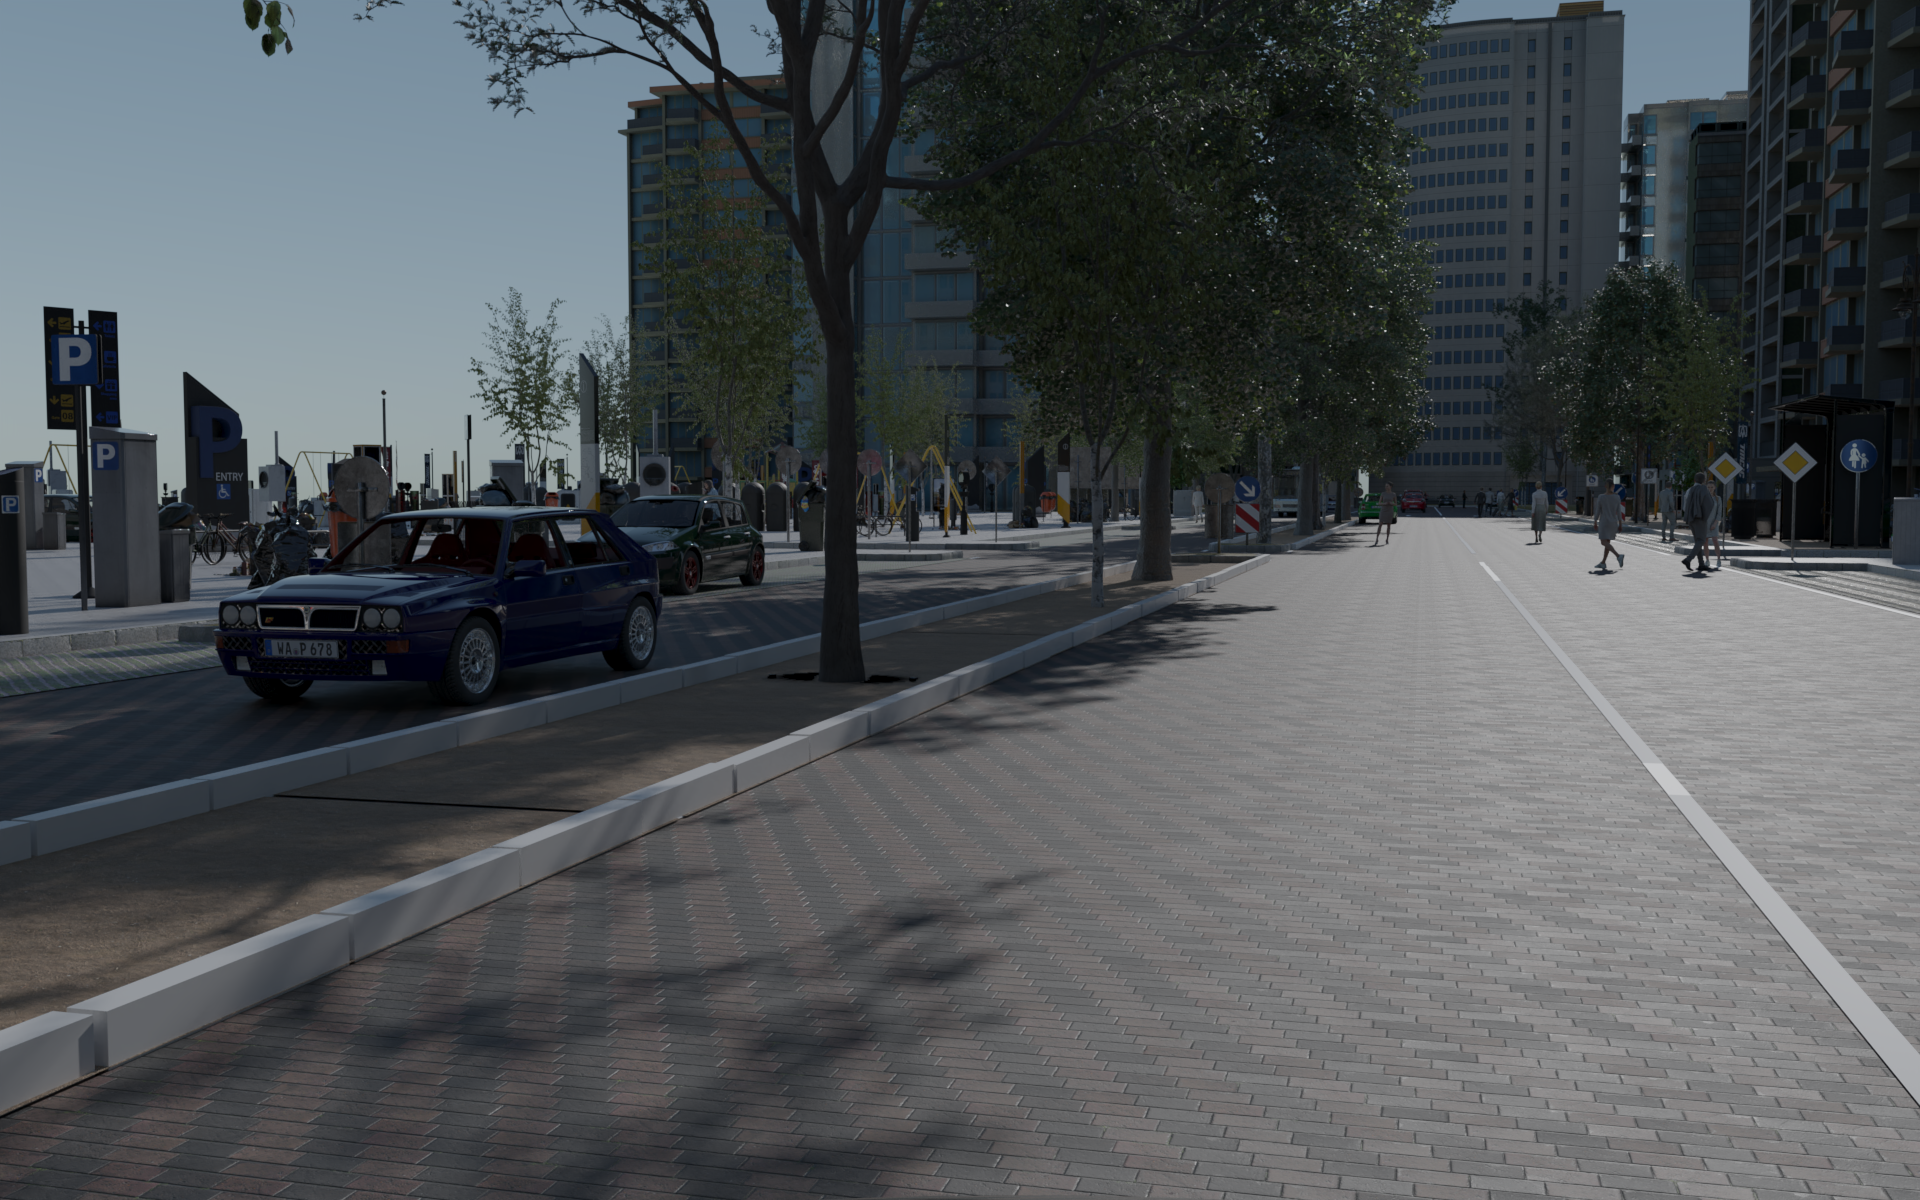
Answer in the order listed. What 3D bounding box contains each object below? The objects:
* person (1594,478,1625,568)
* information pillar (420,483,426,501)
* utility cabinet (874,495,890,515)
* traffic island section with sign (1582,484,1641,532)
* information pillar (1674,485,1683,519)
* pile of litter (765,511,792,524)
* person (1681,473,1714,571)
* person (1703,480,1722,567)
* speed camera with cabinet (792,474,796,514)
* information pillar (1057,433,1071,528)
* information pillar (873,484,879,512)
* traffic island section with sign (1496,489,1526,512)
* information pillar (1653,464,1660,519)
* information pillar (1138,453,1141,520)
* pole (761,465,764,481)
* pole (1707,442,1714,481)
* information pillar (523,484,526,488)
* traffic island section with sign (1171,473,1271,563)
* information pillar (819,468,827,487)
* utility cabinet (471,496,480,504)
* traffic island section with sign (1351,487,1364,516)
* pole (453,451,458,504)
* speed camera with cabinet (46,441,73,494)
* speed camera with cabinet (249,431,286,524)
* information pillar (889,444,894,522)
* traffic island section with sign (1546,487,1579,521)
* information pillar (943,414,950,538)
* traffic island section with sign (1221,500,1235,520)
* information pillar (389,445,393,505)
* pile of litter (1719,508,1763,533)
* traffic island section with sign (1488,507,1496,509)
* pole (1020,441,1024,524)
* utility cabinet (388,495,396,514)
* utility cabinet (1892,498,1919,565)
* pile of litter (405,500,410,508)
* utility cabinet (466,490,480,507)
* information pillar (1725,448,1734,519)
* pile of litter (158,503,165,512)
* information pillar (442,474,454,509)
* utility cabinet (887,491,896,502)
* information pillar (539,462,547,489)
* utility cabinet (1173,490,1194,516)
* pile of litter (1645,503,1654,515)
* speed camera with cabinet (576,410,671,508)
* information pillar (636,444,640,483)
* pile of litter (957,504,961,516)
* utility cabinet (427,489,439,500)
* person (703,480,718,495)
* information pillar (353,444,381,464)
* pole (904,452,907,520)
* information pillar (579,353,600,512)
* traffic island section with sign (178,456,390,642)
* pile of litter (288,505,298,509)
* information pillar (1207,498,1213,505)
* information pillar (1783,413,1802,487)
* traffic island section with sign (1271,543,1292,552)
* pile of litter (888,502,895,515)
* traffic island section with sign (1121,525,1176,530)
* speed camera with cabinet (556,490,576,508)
[{"bbox_3d":[12.521,-1.472,33.321,0.466,1.731,0.760,-2,4,-30],"label":"person"},{"bbox_3d":[-36.071,-6.845,116.409,0.304,2.012,0.304,1,4,17],"label":"information pillar"},{"bbox_3d":[-4.810,-5.867,107.081,1.020,1.237,0.306,0,4,5],"label":"utility cabinet"},{"bbox_3d":[24.889,-3.519,66.171,1.989,1.847,2.006,1,4,15],"label":"traffic island section with sign"},{"bbox_3d":[36.552,-5.117,88.160,0.304,2.012,0.304,0,4,-1],"label":"information pillar"},{"bbox_3d":[-7.959,-3.666,73.911,1.719,0.858,1.176,-1,4,-13],"label":"pile of litter"},{"bbox_3d":[13.785,-1.450,32.313,0.850,1.850,0.679,-2,4,-26],"label":"person"},{"bbox_3d":[14.902,-1.524,34.417,0.512,1.701,0.522,2,4,31],"label":"person"},{"bbox_3d":[-10.765,-7.200,112.058,0.660,3.252,2.038,0,4,7],"label":"speed camera with cabinet"},{"bbox_3d":[3.925,-4.522,65.289,0.504,3.616,0.183,2,4,27],"label":"information pillar"},{"bbox_3d":[-6.007,-7.308,123.971,0.304,2.012,0.304,-3,5,-43],"label":"information pillar"},{"bbox_3d":[44.569,-8.018,139.715,1.989,1.847,2.006,1,4,15],"label":"traffic island section with sign"},{"bbox_3d":[35.741,-5.960,88.796,0.183,3.616,0.504,3,4,36],"label":"information pillar"},{"bbox_3d":[9.043,-5.843,86.886,0.183,3.616,0.504,0,4,3],"label":"information pillar"},{"bbox_3d":[-14.033,-7.918,123.298,0.158,3.312,0.155,0,3,0],"label":"pole"},{"bbox_3d":[29.361,-4.524,67.808,0.158,3.312,0.155,0,3,0],"label":"pole"},{"bbox_3d":[-32.707,-7.691,130.234,0.304,2.012,0.304,3,4,36],"label":"information pillar"},{"bbox_3d":[5.418,-1.747,36.694,2.006,1.907,1.989,1,4,15],"label":"traffic island section with sign"},{"bbox_3d":[-3.819,-2.730,49.121,0.304,2.012,0.304,-1,4,-9],"label":"information pillar"},{"bbox_3d":[-15.016,-2.670,54.815,1.020,1.237,0.306,-1,4,-19],"label":"utility cabinet"},{"bbox_3d":[26.758,-6.624,116.444,2.006,1.907,1.989,1,4,15],"label":"traffic island section with sign"},{"bbox_3d":[-23.710,-5.354,81.375,0.158,3.312,0.155,0,3,0],"label":"pole"},{"bbox_3d":[-33.115,-4.245,63.743,0.660,3.252,2.038,-2,4,-35],"label":"speed camera with cabinet"},{"bbox_3d":[-22.028,-3.685,54.579,2.038,3.252,0.660,3,5,41],"label":"speed camera with cabinet"},{"bbox_3d":[-3.153,-5.446,80.399,0.183,3.616,0.504,-1,4,-16],"label":"information pillar"},{"bbox_3d":[31.922,-5.126,92.439,1.989,1.847,2.006,1,4,15],"label":"traffic island section with sign"},{"bbox_3d":[-0.385,-3.662,51.222,0.183,3.616,0.504,0,4,8],"label":"information pillar"},{"bbox_3d":[14.800,-5.368,96.397,1.989,1.847,2.006,1,4,15],"label":"traffic island section with sign"},{"bbox_3d":[-26.918,-5.539,81.923,0.183,3.616,0.504,0,4,-6],"label":"information pillar"},{"bbox_3d":[25.845,-2.649,57.283,1.719,0.858,1.176,-1,4,-12],"label":"pile of litter"},{"bbox_3d":[51.546,-9.610,165.755,1.989,1.847,2.006,1,4,15],"label":"traffic island section with sign"},{"bbox_3d":[2.398,-4.476,67.028,0.158,3.312,0.155,0,3,0],"label":"pole"},{"bbox_3d":[-36.707,-6.169,112.022,0.306,1.237,1.020,0,4,3],"label":"utility cabinet"},{"bbox_3d":[17.470,-1.235,31.349,1.020,1.237,0.306,2,4,27],"label":"utility cabinet"},{"bbox_3d":[-41.126,-6.987,128.207,1.719,0.858,1.176,-3,5,-42],"label":"pile of litter"},{"bbox_3d":[-29.666,-5.968,106.255,1.173,1.500,0.318,-2,4,-34],"label":"utility cabinet"},{"bbox_3d":[39.283,-5.930,88.311,0.183,3.616,0.504,0,4,-2],"label":"information pillar"},{"bbox_3d":[-37.115,-4.093,80.880,1.176,0.858,1.719,-3,5,-42],"label":"pile of litter"},{"bbox_3d":[-18.492,-3.553,62.576,0.304,2.012,0.304,2,4,32],"label":"information pillar"},{"bbox_3d":[-4.759,-6.395,113.236,1.173,1.500,0.318,1,4,9],"label":"utility cabinet"},{"bbox_3d":[-27.504,-7.521,114.319,0.504,3.616,0.183,-3,5,-40],"label":"information pillar"},{"bbox_3d":[12.832,-5.538,99.224,1.173,1.500,0.318,3,5,39],"label":"utility cabinet"},{"bbox_3d":[42.523,-5.698,107.132,1.176,0.858,1.719,3,4,37],"label":"pile of litter"},{"bbox_3d":[-7.801,-2.816,40.382,2.038,3.252,0.660,0,4,-5],"label":"speed camera with cabinet"},{"bbox_3d":[-15.158,-5.523,81.648,0.183,3.616,0.504,-1,4,-22],"label":"information pillar"},{"bbox_3d":[-0.084,-5.518,104.183,1.176,0.858,1.719,3,4,36],"label":"pile of litter"},{"bbox_3d":[-21.142,-3.723,69.542,0.318,1.500,1.173,-2,4,-25],"label":"utility cabinet"},{"bbox_3d":[-6.312,-2.169,44.221,0.793,1.790,0.793,1,4,19],"label":"person"},{"bbox_3d":[-8.799,-1.301,25.762,0.304,2.012,0.304,3,5,45],"label":"information pillar"},{"bbox_3d":[-2.679,-5.553,84.630,0.158,3.312,0.155,0,3,0],"label":"pole"},{"bbox_3d":[-6.135,-2.282,28.672,0.183,3.616,0.504,-3,5,-42],"label":"information pillar"},{"bbox_3d":[-6.341,-0.535,17.374,1.989,1.847,2.006,1,4,15],"label":"traffic island section with sign"},{"bbox_3d":[-26.598,-3.327,68.354,1.176,0.858,1.719,-1,4,-10],"label":"pile of litter"},{"bbox_3d":[16.192,-6.584,112.147,0.304,2.012,0.304,2,4,28],"label":"information pillar"},{"bbox_3d":[23.310,-3.498,48.549,0.504,3.616,0.183,1,4,19],"label":"information pillar"},{"bbox_3d":[7.342,-2.184,43.847,2.006,1.907,1.989,1,4,15],"label":"traffic island section with sign"},{"bbox_3d":[-3.948,-5.519,104.194,1.176,0.858,1.719,-3,5,-43],"label":"pile of litter"},{"bbox_3d":[7.629,-3.729,69.593,1.989,1.847,2.006,1,4,15],"label":"traffic island section with sign"},{"bbox_3d":[-16.443,-4.958,75.398,2.038,3.252,0.660,0,4,3],"label":"speed camera with cabinet"}]
